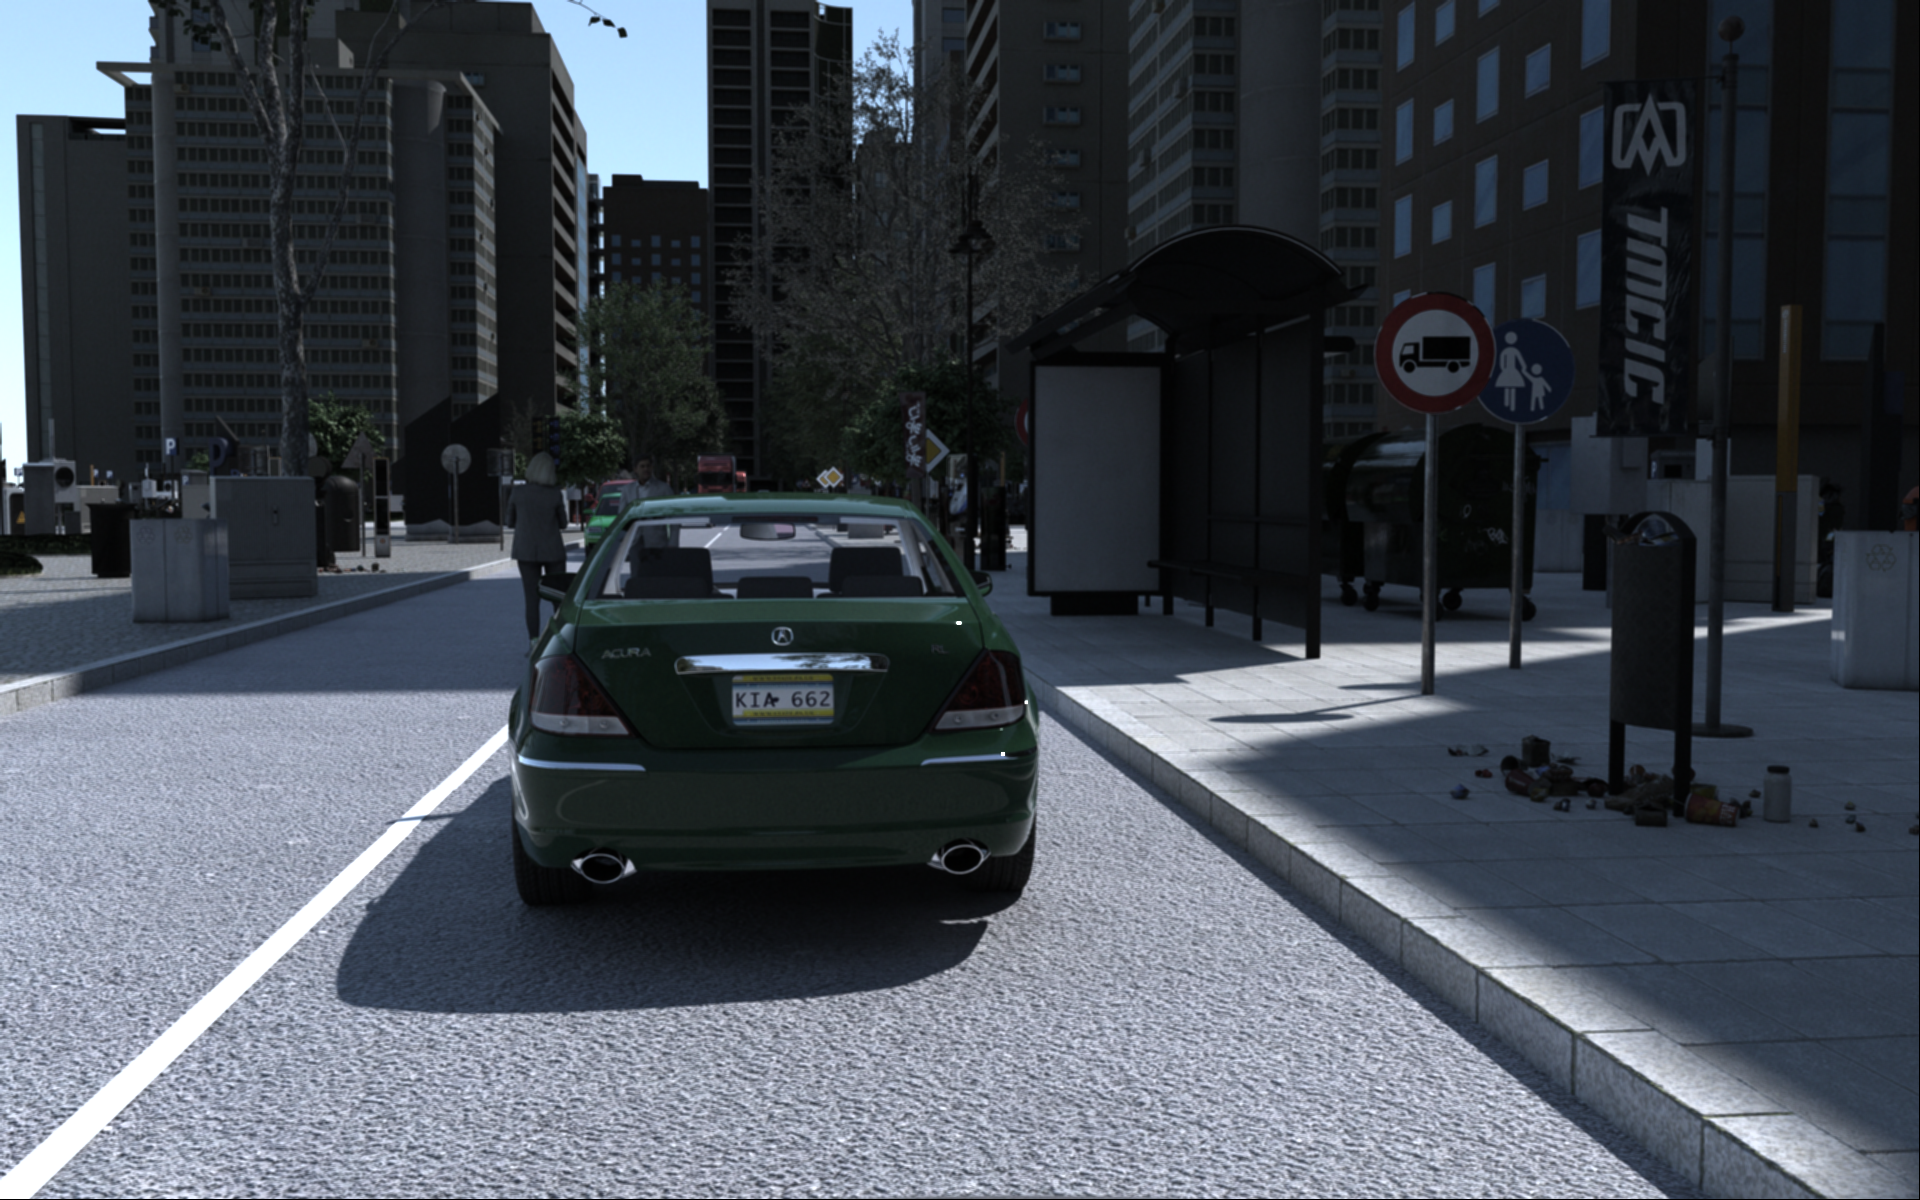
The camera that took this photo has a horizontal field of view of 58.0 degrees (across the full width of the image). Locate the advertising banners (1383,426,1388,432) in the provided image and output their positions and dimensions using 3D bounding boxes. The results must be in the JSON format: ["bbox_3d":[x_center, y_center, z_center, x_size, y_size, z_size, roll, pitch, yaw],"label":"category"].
[{"bbox_3d":[10.971,-3.015,45.487,0.090,3.025,2.074,0,4,2],"label":"advertising banners"}]

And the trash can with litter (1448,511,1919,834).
[{"bbox_3d":[2.879,0.218,7.496,1.678,1.210,2.233,-1,4,-8],"label":"trash can with litter"}]

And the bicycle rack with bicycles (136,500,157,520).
[{"bbox_3d":[-40.704,-4.398,85.291,2.925,0.926,2.852,-1,4,-21],"label":"bicycle rack with bicycles"}]

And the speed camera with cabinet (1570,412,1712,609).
[{"bbox_3d":[7.906,-1.567,19.950,2.038,3.252,0.660,-2,4,-33],"label":"speed camera with cabinet"}]

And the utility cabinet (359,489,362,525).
[{"bbox_3d":[-24.894,-3.776,70.411,1.173,1.500,0.318,-2,4,-24],"label":"utility cabinet"}]

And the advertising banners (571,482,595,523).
[{"bbox_3d":[-16.819,-4.867,75.770,2.074,3.025,0.090,-2,4,-34],"label":"advertising banners"}]

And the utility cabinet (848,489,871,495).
[{"bbox_3d":[-4.776,-4.438,81.234,1.173,1.500,0.318,-2,4,-34],"label":"utility cabinet"}]

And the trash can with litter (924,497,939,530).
[{"bbox_3d":[-1.106,-3.038,61.057,0.624,1.170,1.055,-1,4,-21],"label":"trash can with litter"}]

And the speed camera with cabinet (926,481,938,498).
[{"bbox_3d":[-0.982,-6.717,104.155,2.038,3.252,0.660,0,4,4],"label":"speed camera with cabinet"}]

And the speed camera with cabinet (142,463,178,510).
[{"bbox_3d":[-50.940,-7.091,110.277,2.038,3.252,0.660,0,4,2],"label":"speed camera with cabinet"}]

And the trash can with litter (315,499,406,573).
[{"bbox_3d":[-10.267,-1.057,28.334,2.233,1.210,1.678,0,4,-7],"label":"trash can with litter"}]

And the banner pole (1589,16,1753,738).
[{"bbox_3d":[3.815,-1.175,9.234,0.863,3.779,0.401,1,4,12],"label":"banner pole"}]

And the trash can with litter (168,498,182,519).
[{"bbox_3d":[-21.340,-2.131,46.227,1.055,1.170,0.624,1,4,11],"label":"trash can with litter"}]

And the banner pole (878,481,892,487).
[{"bbox_3d":[-3.215,-5.007,71.889,0.863,3.779,0.401,1,4,20],"label":"banner pole"}]

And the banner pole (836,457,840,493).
[{"bbox_3d":[-7.197,-6.863,102.230,0.401,3.779,0.863,1,4,14],"label":"banner pole"}]

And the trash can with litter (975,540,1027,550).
[{"bbox_3d":[0.836,-1.831,40.990,1.678,1.210,2.233,0,4,-4],"label":"trash can with litter"}]

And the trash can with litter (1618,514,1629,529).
[{"bbox_3d":[11.036,-1.072,28.910,1.055,1.170,0.624,-3,5,-43],"label":"trash can with litter"}]

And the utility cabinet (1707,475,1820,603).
[{"bbox_3d":[9.487,-0.723,20.504,1.173,1.500,0.318,3,5,41],"label":"utility cabinet"}]

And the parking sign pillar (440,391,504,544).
[{"bbox_3d":[-12.715,-3.481,45.379,1.447,3.967,1.447,-1,4,-21],"label":"parking sign pillar"}]

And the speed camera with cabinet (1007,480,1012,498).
[{"bbox_3d":[2.403,-7.217,112.336,2.038,3.252,0.660,-2,4,-34],"label":"speed camera with cabinet"}]

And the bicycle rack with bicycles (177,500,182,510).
[{"bbox_3d":[-47.026,-5.468,102.784,2.852,0.926,2.925,-3,5,-43],"label":"bicycle rack with bicycles"}]

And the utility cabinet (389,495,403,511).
[{"bbox_3d":[-33.493,-5.589,102.548,1.020,1.237,0.306,-3,5,-44],"label":"utility cabinet"}]

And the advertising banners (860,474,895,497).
[{"bbox_3d":[-2.561,-3.909,60.104,2.074,3.025,0.090,0,4,1],"label":"advertising banners"}]

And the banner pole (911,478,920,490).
[{"bbox_3d":[-3.111,-7.902,119.213,0.863,3.779,0.401,-2,4,-28],"label":"banner pole"}]

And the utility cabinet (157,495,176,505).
[{"bbox_3d":[-49.817,-5.968,108.740,1.020,1.237,0.306,0,4,3],"label":"utility cabinet"}]

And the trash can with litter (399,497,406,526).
[{"bbox_3d":[-22.127,-3.592,70.121,0.624,1.170,1.055,2,4,28],"label":"trash can with litter"}]

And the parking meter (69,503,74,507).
[{"bbox_3d":[-59.918,-6.803,116.944,0.399,1.863,0.255,0,4,5],"label":"parking meter"}]

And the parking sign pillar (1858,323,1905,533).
[{"bbox_3d":[14.840,-2.414,27.941,1.447,3.967,1.447,1,4,21],"label":"parking sign pillar"}]

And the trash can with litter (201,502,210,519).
[{"bbox_3d":[-10.077,-0.786,24.239,1.055,1.170,0.624,0,4,-1],"label":"trash can with litter"}]

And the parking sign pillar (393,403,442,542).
[{"bbox_3d":[-14.443,-3.597,47.291,1.447,3.967,1.447,0,4,-1],"label":"parking sign pillar"}]

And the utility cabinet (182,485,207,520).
[{"bbox_3d":[-18.837,-2.125,43.417,1.173,1.500,0.318,-1,4,-20],"label":"utility cabinet"}]

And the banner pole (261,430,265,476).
[{"bbox_3d":[-27.353,-4.775,68.095,0.401,3.779,0.863,-1,4,-19],"label":"banner pole"}]

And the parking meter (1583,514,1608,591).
[{"bbox_3d":[8.523,-0.899,23.114,0.372,1.533,0.369,0,3,0],"label":"parking meter"}]

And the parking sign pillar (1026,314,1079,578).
[{"bbox_3d":[1.728,-2.312,26.269,1.447,3.967,1.447,-2,4,-32],"label":"parking sign pillar"}]

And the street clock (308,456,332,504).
[{"bbox_3d":[-12.245,-1.743,33.071,0.471,2.002,0.358,0,4,4],"label":"street clock"}]

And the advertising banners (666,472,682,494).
[{"bbox_3d":[-22.657,-8.677,138.050,0.090,3.025,2.074,3,4,38],"label":"advertising banners"}]

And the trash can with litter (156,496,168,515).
[{"bbox_3d":[-32.192,-3.634,70.479,2.233,1.210,1.678,1,4,13],"label":"trash can with litter"}]

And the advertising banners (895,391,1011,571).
[{"bbox_3d":[-0.106,-2.017,29.165,2.074,3.025,0.090,2,4,25],"label":"advertising banners"}]

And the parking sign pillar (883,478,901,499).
[{"bbox_3d":[-2.944,-5.375,76.360,1.447,3.967,1.447,2,4,23],"label":"parking sign pillar"}]

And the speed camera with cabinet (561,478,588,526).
[{"bbox_3d":[-15.879,-4.586,69.315,0.660,3.252,2.038,3,4,39],"label":"speed camera with cabinet"}]

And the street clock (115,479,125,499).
[{"bbox_3d":[-40.131,-4.786,82.821,0.471,2.002,0.358,2,4,34],"label":"street clock"}]

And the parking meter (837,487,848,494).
[{"bbox_3d":[-3.986,-3.076,58.704,0.372,1.533,0.369,0,3,0],"label":"parking meter"}]

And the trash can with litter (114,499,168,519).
[{"bbox_3d":[-19.299,-1.785,40.564,0.624,1.170,1.055,3,5,40],"label":"trash can with litter"}]

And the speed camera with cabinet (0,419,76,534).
[{"bbox_3d":[-24.021,-3.094,44.924,0.660,3.252,2.038,2,4,26],"label":"speed camera with cabinet"}]

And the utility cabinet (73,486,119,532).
[{"bbox_3d":[-23.508,-2.355,47.177,0.318,1.500,1.173,2,4,26],"label":"utility cabinet"}]

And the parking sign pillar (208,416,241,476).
[{"bbox_3d":[-25.119,-4.325,59.187,1.447,3.967,1.447,3,4,38],"label":"parking sign pillar"}]

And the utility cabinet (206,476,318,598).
[{"bbox_3d":[-8.566,-0.774,21.326,1.173,1.500,0.318,-3,4,-37],"label":"utility cabinet"}]

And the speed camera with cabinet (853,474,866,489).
[{"bbox_3d":[-5.511,-6.905,107.232,2.038,3.252,0.660,0,4,4],"label":"speed camera with cabinet"}]
